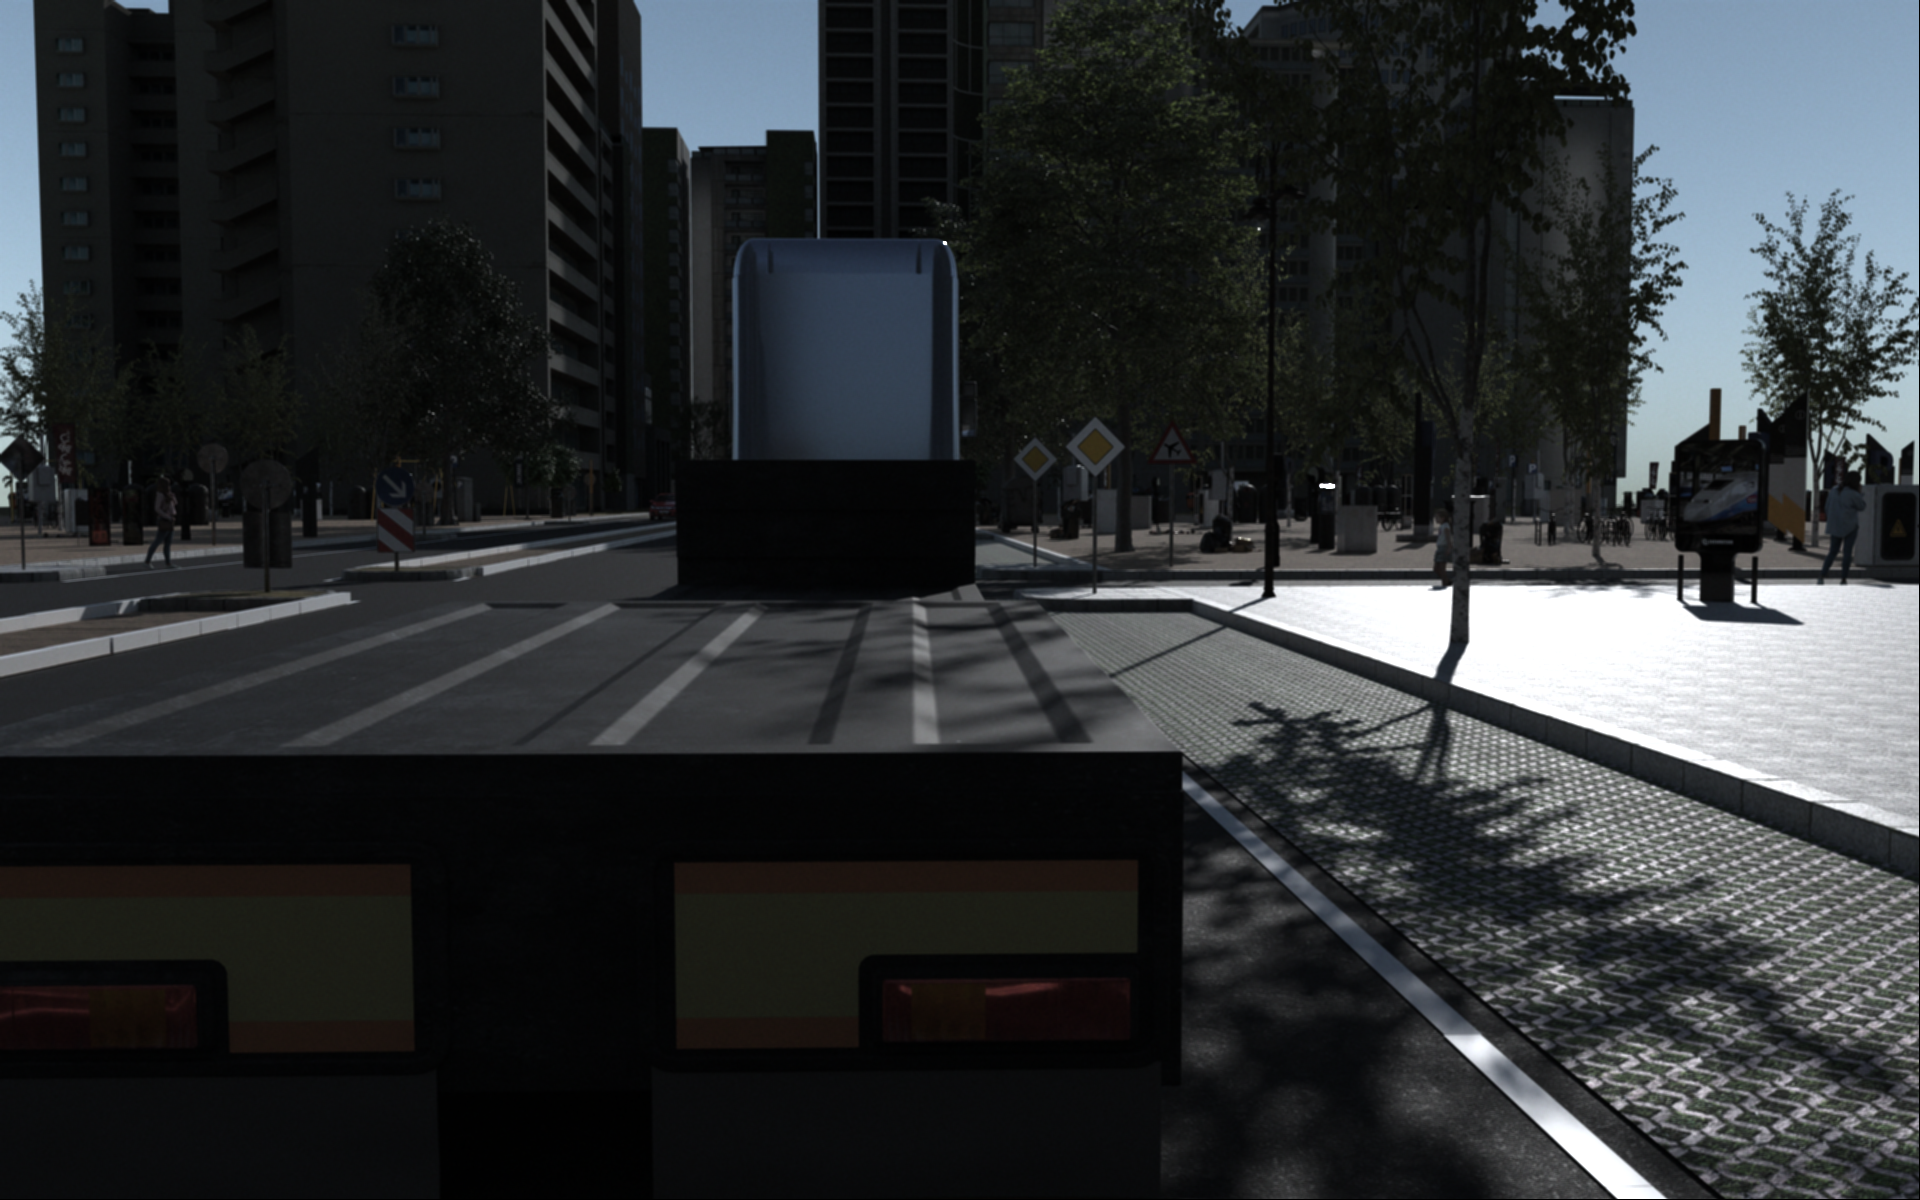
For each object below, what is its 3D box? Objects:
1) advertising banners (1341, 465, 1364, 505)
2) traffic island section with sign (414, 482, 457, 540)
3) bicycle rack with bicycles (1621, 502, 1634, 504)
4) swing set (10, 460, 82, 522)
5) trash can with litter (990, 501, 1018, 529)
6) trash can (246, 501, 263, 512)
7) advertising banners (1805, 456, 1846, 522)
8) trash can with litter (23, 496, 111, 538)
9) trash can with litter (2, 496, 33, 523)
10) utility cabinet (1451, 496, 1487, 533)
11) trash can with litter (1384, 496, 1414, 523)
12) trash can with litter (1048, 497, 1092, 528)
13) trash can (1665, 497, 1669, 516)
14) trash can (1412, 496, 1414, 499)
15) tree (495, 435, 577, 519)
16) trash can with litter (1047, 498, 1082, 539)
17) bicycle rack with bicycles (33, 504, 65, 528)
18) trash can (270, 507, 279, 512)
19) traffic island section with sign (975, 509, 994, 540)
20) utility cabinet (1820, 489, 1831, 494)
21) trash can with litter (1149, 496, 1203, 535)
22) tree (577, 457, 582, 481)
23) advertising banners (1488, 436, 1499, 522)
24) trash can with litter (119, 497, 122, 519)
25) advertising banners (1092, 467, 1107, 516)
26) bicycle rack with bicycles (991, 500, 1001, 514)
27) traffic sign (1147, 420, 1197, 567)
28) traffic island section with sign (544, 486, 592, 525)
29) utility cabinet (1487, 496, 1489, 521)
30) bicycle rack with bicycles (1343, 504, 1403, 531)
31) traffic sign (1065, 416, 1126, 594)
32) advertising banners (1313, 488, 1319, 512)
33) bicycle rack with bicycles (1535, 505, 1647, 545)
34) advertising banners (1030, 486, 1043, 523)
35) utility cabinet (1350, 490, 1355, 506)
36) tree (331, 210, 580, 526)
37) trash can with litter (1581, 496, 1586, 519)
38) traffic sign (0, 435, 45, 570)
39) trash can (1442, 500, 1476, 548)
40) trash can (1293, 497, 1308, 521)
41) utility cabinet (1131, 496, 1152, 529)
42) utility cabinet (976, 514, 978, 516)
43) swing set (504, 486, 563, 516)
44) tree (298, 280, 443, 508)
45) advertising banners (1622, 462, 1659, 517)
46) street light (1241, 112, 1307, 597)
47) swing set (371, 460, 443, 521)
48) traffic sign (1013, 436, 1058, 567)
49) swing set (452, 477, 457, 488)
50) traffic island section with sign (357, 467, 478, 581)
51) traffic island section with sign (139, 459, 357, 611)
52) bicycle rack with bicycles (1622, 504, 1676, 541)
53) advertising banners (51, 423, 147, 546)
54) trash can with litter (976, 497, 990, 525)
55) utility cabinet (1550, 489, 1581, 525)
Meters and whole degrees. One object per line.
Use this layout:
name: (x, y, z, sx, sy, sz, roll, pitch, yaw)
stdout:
advertising banners: (23.704, -6.694, 105.636, 0.090, 3.025, 2.074, -3, 5, -44)
traffic island section with sign: (-16.936, -2.803, 54.460, 1.989, 1.847, 2.006, 0, 4, -3)
bicycle rack with bicycles: (41.687, -5.692, 106.449, 2.925, 0.926, 2.852, 2, 4, 28)
swing set: (-42.265, -5.030, 79.866, 3.119, 2.851, 2.862, -2, 4, -28)
trash can with litter: (1.713, -3.155, 62.967, 0.624, 1.170, 1.055, -2, 4, -27)
trash can: (-32.045, -4.092, 78.552, 0.748, 1.137, 0.748, 0, 3, 0)
advertising banners: (40.302, -5.183, 80.932, 0.090, 3.025, 2.074, -3, 5, -39)
trash can with litter: (-26.394, -2.465, 51.357, 2.233, 1.210, 1.678, -2, 4, -34)
trash can with litter: (-41.748, -4.013, 76.663, 1.678, 1.210, 2.233, -1, 4, -14)
utility cabinet: (16.794, -2.821, 57.282, 1.020, 1.237, 0.306, 1, 4, 20)
trash can with litter: (19.821, -4.085, 77.844, 2.233, 1.210, 1.678, 1, 4, 22)
trash can with litter: (4.390, -3.313, 65.224, 2.233, 1.210, 1.678, 2, 4, 35)
trash can: (41.397, -5.454, 100.820, 0.748, 1.137, 0.748, 0, 3, 0)
trash can: (27.529, -5.695, 104.763, 0.748, 1.137, 0.748, 0, 3, 0)
tree: (-22.259, -6.437, 88.967, 4.285, 4.588, 4.351, 0, 3, 0)
trash can with litter: (2.951, -2.327, 49.426, 1.055, 1.170, 0.624, 3, 5, 41)
bicycle rack with bicycles: (-33.941, -3.213, 65.922, 2.852, 0.926, 2.925, -2, 4, -30)
trash can: (-31.697, -4.171, 79.844, 0.748, 1.137, 0.748, 0, 3, 0)
traffic island section with sign: (0.033, -2.831, 54.907, 1.989, 1.847, 2.006, 0, 4, -3)
utility cabinet: (42.146, -4.596, 83.817, 1.173, 1.500, 0.318, -1, 4, -23)
trash can with litter: (6.987, -2.741, 55.872, 2.233, 1.210, 1.678, -1, 4, -23)
tree: (-22.779, -6.909, 96.674, 4.285, 4.588, 4.351, 0, 3, 0)
advertising banners: (16.510, -3.510, 53.573, 0.090, 3.025, 2.074, 1, 4, 11)
trash can with litter: (-42.770, -4.655, 87.162, 1.678, 1.210, 2.233, 0, 4, 4)
advertising banners: (8.151, -6.469, 101.952, 0.090, 3.025, 2.074, 3, 5, 41)
bicycle rack with bicycles: (2.377, -5.502, 103.342, 2.925, 0.926, 2.852, -2, 4, -33)
traffic sign: (3.732, -1.868, 30.540, 0.884, 2.594, 0.081, 0, 4, 0)
traffic island section with sign: (-18.372, -4.449, 81.377, 1.989, 1.847, 2.006, 0, 4, -3)
utility cabinet: (20.033, -3.418, 67.042, 0.306, 1.237, 1.020, -2, 4, -25)
bicycle rack with bicycles: (14.571, -2.929, 61.272, 2.925, 0.926, 2.852, -2, 4, -30)
traffic sign: (1.735, -1.141, 22.291, 0.795, 2.450, 0.064, 0, 4, -3)
advertising banners: (21.868, -6.659, 105.062, 0.090, 3.025, 2.074, 2, 4, 25)
bicycle rack with bicycles: (15.911, -1.902, 44.483, 2.852, 0.926, 2.925, 1, 4, 16)
advertising banners: (3.333, -4.908, 76.434, 0.090, 3.025, 2.074, -1, 4, -14)
utility cabinet: (23.133, -5.612, 100.428, 1.173, 1.500, 0.318, -3, 4, -37)
tree: (-20.862, -9.383, 70.415, 9.611, 12.733, 9.660, 0, 3, 0)
trash can with litter: (31.847, -4.704, 88.290, 0.624, 1.170, 1.055, 0, 4, 5)
traffic sign: (-15.910, -1.574, 29.372, 0.795, 2.450, 0.064, 0, 4, -3)
trash can: (11.128, -1.649, 38.616, 0.748, 1.137, 0.748, 0, 3, 0)
trash can: (16.322, -4.361, 82.960, 0.748, 1.137, 0.748, 0, 3, 0)
utility cabinet: (6.550, -3.223, 63.861, 1.020, 1.237, 0.306, 2, 4, 30)
utility cabinet: (0.705, -5.472, 98.152, 0.318, 1.500, 1.173, -1, 4, -17)
swing set: (-25.085, -6.342, 101.308, 3.119, 2.851, 2.862, 0, 4, -2)
tree: (-20.162, -6.676, 59.514, 4.360, 8.622, 3.978, 0, 3, 0)
advertising banners: (37.538, -6.077, 95.542, 0.090, 3.025, 2.074, -3, 5, -40)
street light: (3.851, -2.975, 21.423, 0.468, 5.910, 1.993, 0, 4, -3)
swing set: (-25.800, -5.079, 80.666, 3.119, 2.851, 2.862, -2, 4, -30)
traffic sign: (1.311, -1.628, 30.264, 0.795, 2.450, 0.064, 0, 4, -3)
swing set: (-30.855, -6.427, 102.699, 2.862, 2.851, 3.119, 0, 4, 2)
traffic island section with sign: (-9.418, -1.303, 29.433, 2.006, 1.907, 1.989, 0, 4, -3)
traffic island section with sign: (-9.034, -0.850, 22.036, 2.006, 1.907, 1.989, 0, 4, -3)
bicycle rack with bicycles: (19.388, -2.192, 49.229, 2.852, 0.926, 2.925, 3, 5, 44)
advertising banners: (-21.392, -2.867, 43.058, 2.074, 3.025, 0.090, -1, 4, -19)
trash can with litter: (1.119, -3.684, 71.613, 0.624, 1.170, 1.055, 2, 4, 34)
utility cabinet: (24.541, -3.764, 70.214, 1.173, 1.500, 0.318, 1, 4, 15)
